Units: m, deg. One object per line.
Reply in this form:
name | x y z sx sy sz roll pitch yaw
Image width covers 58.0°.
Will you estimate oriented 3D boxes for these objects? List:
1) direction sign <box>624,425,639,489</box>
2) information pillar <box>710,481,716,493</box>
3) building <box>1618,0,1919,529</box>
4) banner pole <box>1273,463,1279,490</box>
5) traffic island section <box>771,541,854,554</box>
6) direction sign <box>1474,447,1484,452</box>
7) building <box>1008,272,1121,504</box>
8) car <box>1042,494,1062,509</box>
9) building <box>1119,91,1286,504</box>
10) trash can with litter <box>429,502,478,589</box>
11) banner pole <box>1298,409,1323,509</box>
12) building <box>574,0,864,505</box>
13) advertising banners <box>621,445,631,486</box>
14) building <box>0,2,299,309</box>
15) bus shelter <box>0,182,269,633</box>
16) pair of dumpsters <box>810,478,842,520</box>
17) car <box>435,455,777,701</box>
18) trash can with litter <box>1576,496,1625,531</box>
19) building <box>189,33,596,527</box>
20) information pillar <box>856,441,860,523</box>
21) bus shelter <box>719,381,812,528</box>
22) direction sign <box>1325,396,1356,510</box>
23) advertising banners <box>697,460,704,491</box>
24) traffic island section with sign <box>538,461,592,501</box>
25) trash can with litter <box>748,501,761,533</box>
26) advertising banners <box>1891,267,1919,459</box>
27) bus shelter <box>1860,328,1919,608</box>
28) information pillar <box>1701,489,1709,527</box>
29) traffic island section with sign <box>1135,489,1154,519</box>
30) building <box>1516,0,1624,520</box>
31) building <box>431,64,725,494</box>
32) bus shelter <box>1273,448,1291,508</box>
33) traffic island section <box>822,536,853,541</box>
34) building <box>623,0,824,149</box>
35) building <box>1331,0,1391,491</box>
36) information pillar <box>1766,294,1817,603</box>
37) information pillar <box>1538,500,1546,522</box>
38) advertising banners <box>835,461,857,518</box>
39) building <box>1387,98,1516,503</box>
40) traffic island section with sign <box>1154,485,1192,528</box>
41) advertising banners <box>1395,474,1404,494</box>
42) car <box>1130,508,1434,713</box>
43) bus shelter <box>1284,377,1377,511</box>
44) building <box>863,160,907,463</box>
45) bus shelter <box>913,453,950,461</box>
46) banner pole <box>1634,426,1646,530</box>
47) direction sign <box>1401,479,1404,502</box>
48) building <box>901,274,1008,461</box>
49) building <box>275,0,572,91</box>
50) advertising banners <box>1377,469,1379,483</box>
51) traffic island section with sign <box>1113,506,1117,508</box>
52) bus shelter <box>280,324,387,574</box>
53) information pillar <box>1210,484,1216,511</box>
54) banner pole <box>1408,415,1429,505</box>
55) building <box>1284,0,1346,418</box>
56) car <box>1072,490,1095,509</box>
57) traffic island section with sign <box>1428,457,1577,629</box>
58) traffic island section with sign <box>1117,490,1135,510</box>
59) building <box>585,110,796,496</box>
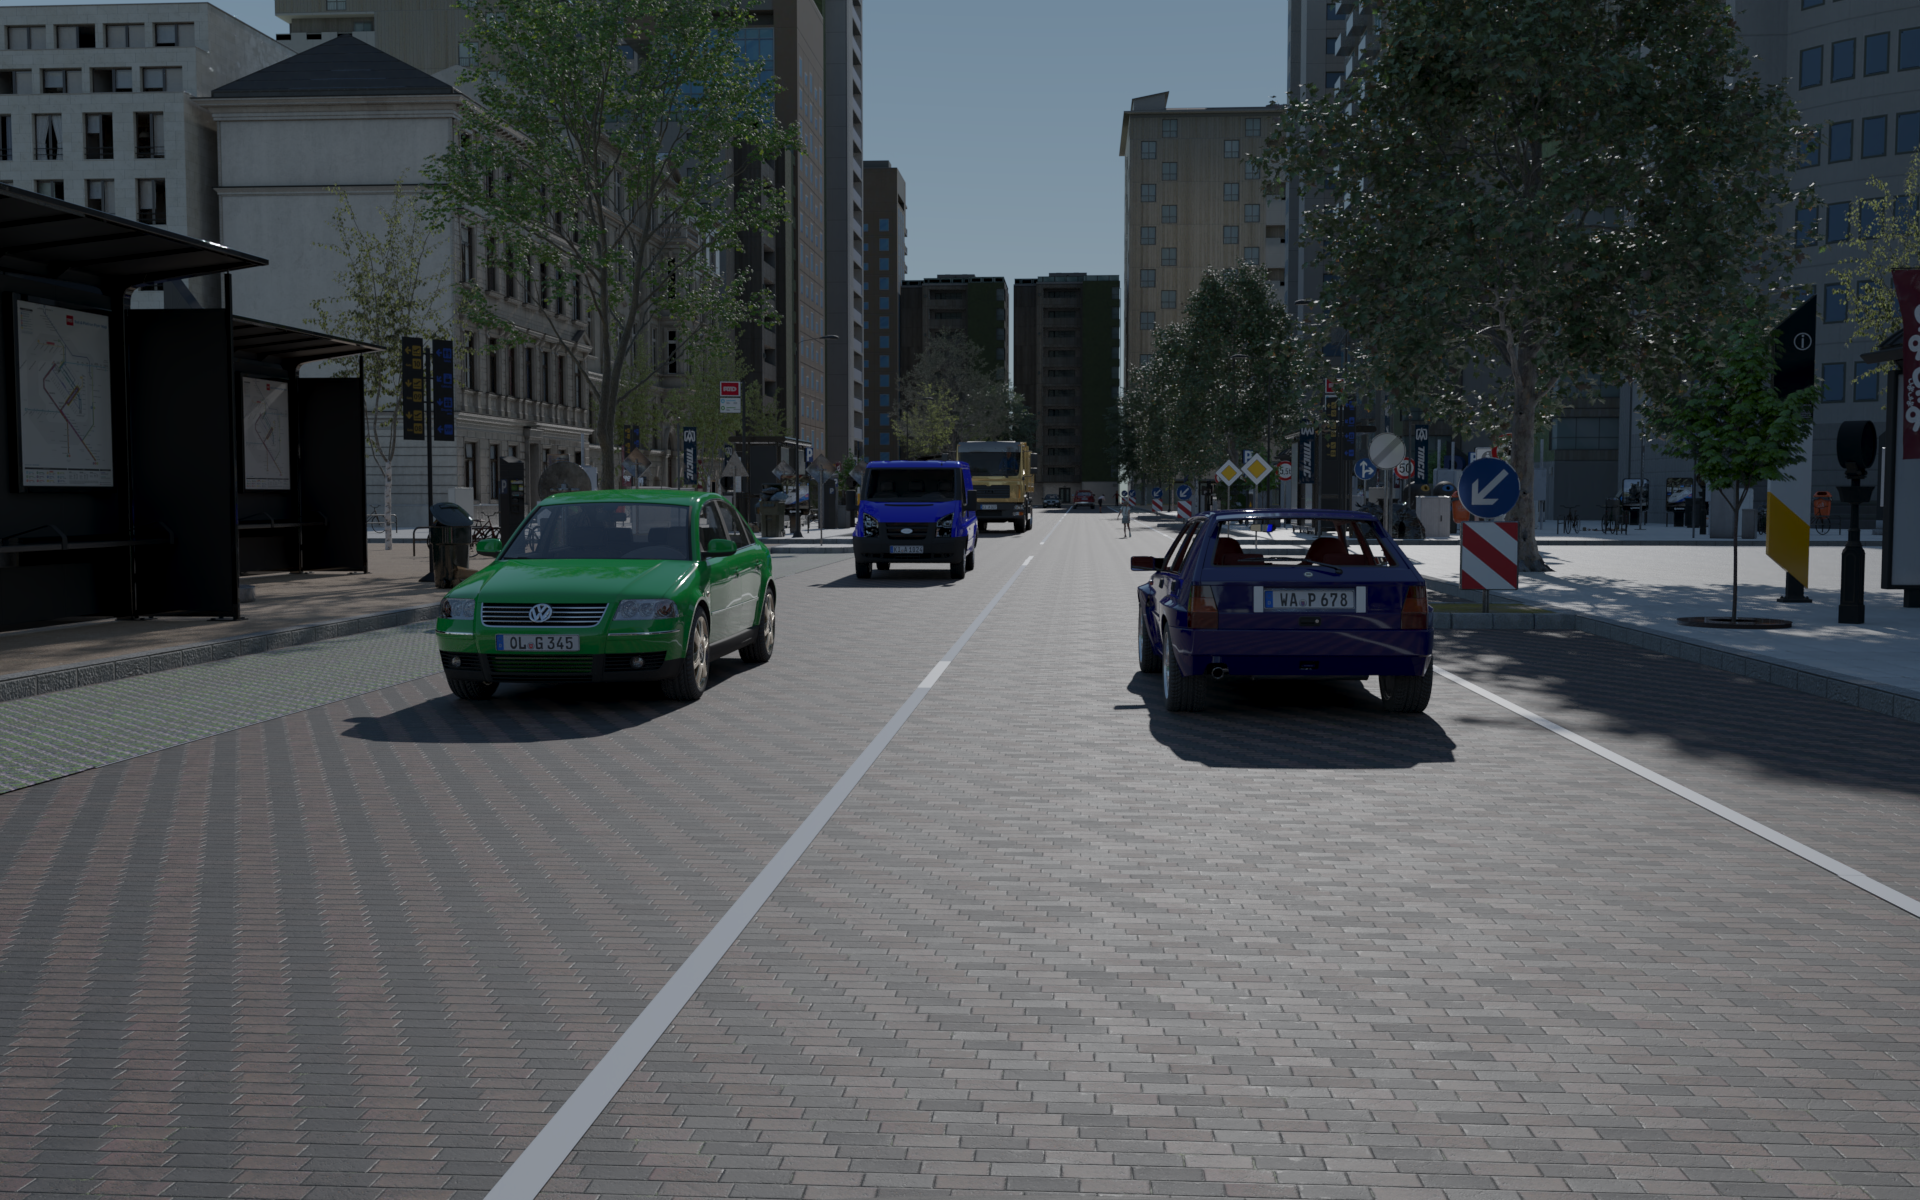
direction sign | -10.764 -3.968 56.868 0.379 3.537 0.876 1 4 22
information pillar | -13.705 -5.599 96.028 0.304 2.012 0.304 -2 4 -28
building | 44.217 -32.282 69.814 28.212 58.520 21.231 0 4 4
banner pole | 22.704 -8.157 123.382 0.863 3.779 0.401 2 4 25
traffic island section | -3.449 -1.258 42.856 2.009 0.180 2.903 0 4 4
direction sign | 25.095 -5.619 83.872 0.379 3.537 0.876 -1 4 -11
building | 14.065 -27.969 228.996 14.107 30.474 14.160 0 4 4
car | 9.124 -9.894 171.553 2.009 1.686 4.222 0 4 6
building | 35.510 -39.478 234.703 27.495 52.752 28.713 0 4 4
trash can with litter | -6.735 -0.737 23.437 0.624 1.170 1.055 -3 5 -42
banner pole | 10.266 -3.696 50.453 0.863 3.779 0.401 0 4 -6
building | -24.432 -38.918 178.305 28.212 58.520 21.231 0 4 4
advertising banners | -12.558 -4.022 61.950 2.074 3.025 0.090 1 4 18
building | -37.305 -13.255 71.479 16.860 20.320 10.420 0 4 4
bus shelter | -8.002 -1.418 14.468 1.731 3.624 6.357 0 4 4
pair of dumpsters | -6.827 -5.064 85.295 1.574 2.255 4.437 0 4 4
car | -2.583 -0.286 13.469 1.959 1.807 4.718 0 4 3
trash can with litter | 22.263 -3.005 60.182 2.233 1.210 1.678 -1 4 -12
building | -23.209 -12.877 75.159 10.561 19.102 19.286 0 4 4
information pillar | -4.475 -5.195 76.288 0.183 3.616 0.504 0 4 -6
bus shelter | -7.249 -5.287 64.081 2.179 5.291 8.768 0 4 4
direction sign | 8.849 -2.955 40.313 0.379 3.537 0.876 -3 4 -37
advertising banners | -13.865 -5.673 88.947 2.074 3.025 0.090 2 4 35
traffic island section with sign | -4.716 -0.706 20.170 1.989 1.847 2.006 0 4 4
trash can with litter | -6.645 -2.828 57.621 0.624 1.170 1.055 2 4 34
advertising banners | 8.219 -1.049 13.343 2.074 3.025 0.090 0 4 7
bus shelter | 11.049 -1.408 16.940 2.014 3.302 5.546 0 4 4
information pillar | 29.015 -3.842 67.310 0.304 2.012 0.304 0 4 5
traffic island section with sign | 11.413 -5.680 101.494 1.989 1.847 2.006 0 4 4
building | 36.359 -24.819 89.381 14.154 41.232 14.086 0 4 4
building | -22.694 -17.302 101.973 14.460 24.649 34.723 0 4 4
bus shelter | 14.276 -4.755 71.670 2.014 3.302 5.546 0 4 4
traffic island section | -2.888 -1.746 50.821 2.009 0.180 2.903 0 4 4
building | -19.492 -30.444 147.863 14.600 45.320 14.200 0 4 4
building | 42.328 -31.772 139.088 23.786 49.044 30.456 0 4 4
information pillar | 9.794 -1.776 20.396 0.504 3.616 0.183 0 4 3
information pillar | 26.889 -4.626 80.128 0.304 2.012 0.304 0 4 -6
advertising banners | -6.095 -5.967 93.747 0.090 3.025 2.074 2 4 35
building | 35.709 -21.068 116.163 14.160 30.474 14.107 0 4 4
traffic island section with sign | 9.509 -4.035 74.606 1.989 1.847 2.006 0 4 4
advertising banners | 21.250 -5.273 82.409 2.074 3.025 0.090 -3 4 -39
car | 2.256 -0.008 12.718 1.945 1.354 3.894 0 4 2
bus shelter | 11.989 -4.867 57.207 2.179 5.291 8.768 0 4 4
building | -14.702 -35.574 231.753 14.200 45.320 14.600 0 4 4
bus shelter | -1.721 -6.848 103.252 1.731 3.624 6.357 0 4 4
banner pole | 24.302 -4.383 61.683 0.401 3.779 0.863 1 4 14
direction sign | 25.332 -6.559 99.229 0.379 3.537 0.876 0 4 4
building | -0.618 -28.075 230.721 14.107 30.474 14.160 0 4 4
building | -52.890 -35.943 176.899 27.495 52.752 28.713 0 4 4
advertising banners | 28.619 -7.548 119.593 0.090 3.025 2.074 0 4 -3
traffic island section with sign | 16.878 -10.426 179.090 1.989 1.847 2.006 0 4 4
bus shelter | -10.214 -2.046 24.736 1.731 3.624 6.357 0 4 4
information pillar | 18.144 -7.326 124.265 0.304 2.012 0.304 -3 5 -42
banner pole | 14.459 -3.967 54.871 0.863 3.779 0.401 -1 4 -9
building | 42.608 -38.395 169.758 21.231 58.520 28.212 0 4 4
car | 11.918 -9.675 166.862 2.281 1.827 5.304 0 4 2
traffic island section with sign | 5.622 -0.657 19.367 1.989 1.847 2.006 0 4 4
traffic island section with sign | 14.941 -8.743 151.571 1.989 1.847 2.006 0 4 4
building | -20.796 -22.174 134.246 14.160 30.474 14.107 0 4 4
